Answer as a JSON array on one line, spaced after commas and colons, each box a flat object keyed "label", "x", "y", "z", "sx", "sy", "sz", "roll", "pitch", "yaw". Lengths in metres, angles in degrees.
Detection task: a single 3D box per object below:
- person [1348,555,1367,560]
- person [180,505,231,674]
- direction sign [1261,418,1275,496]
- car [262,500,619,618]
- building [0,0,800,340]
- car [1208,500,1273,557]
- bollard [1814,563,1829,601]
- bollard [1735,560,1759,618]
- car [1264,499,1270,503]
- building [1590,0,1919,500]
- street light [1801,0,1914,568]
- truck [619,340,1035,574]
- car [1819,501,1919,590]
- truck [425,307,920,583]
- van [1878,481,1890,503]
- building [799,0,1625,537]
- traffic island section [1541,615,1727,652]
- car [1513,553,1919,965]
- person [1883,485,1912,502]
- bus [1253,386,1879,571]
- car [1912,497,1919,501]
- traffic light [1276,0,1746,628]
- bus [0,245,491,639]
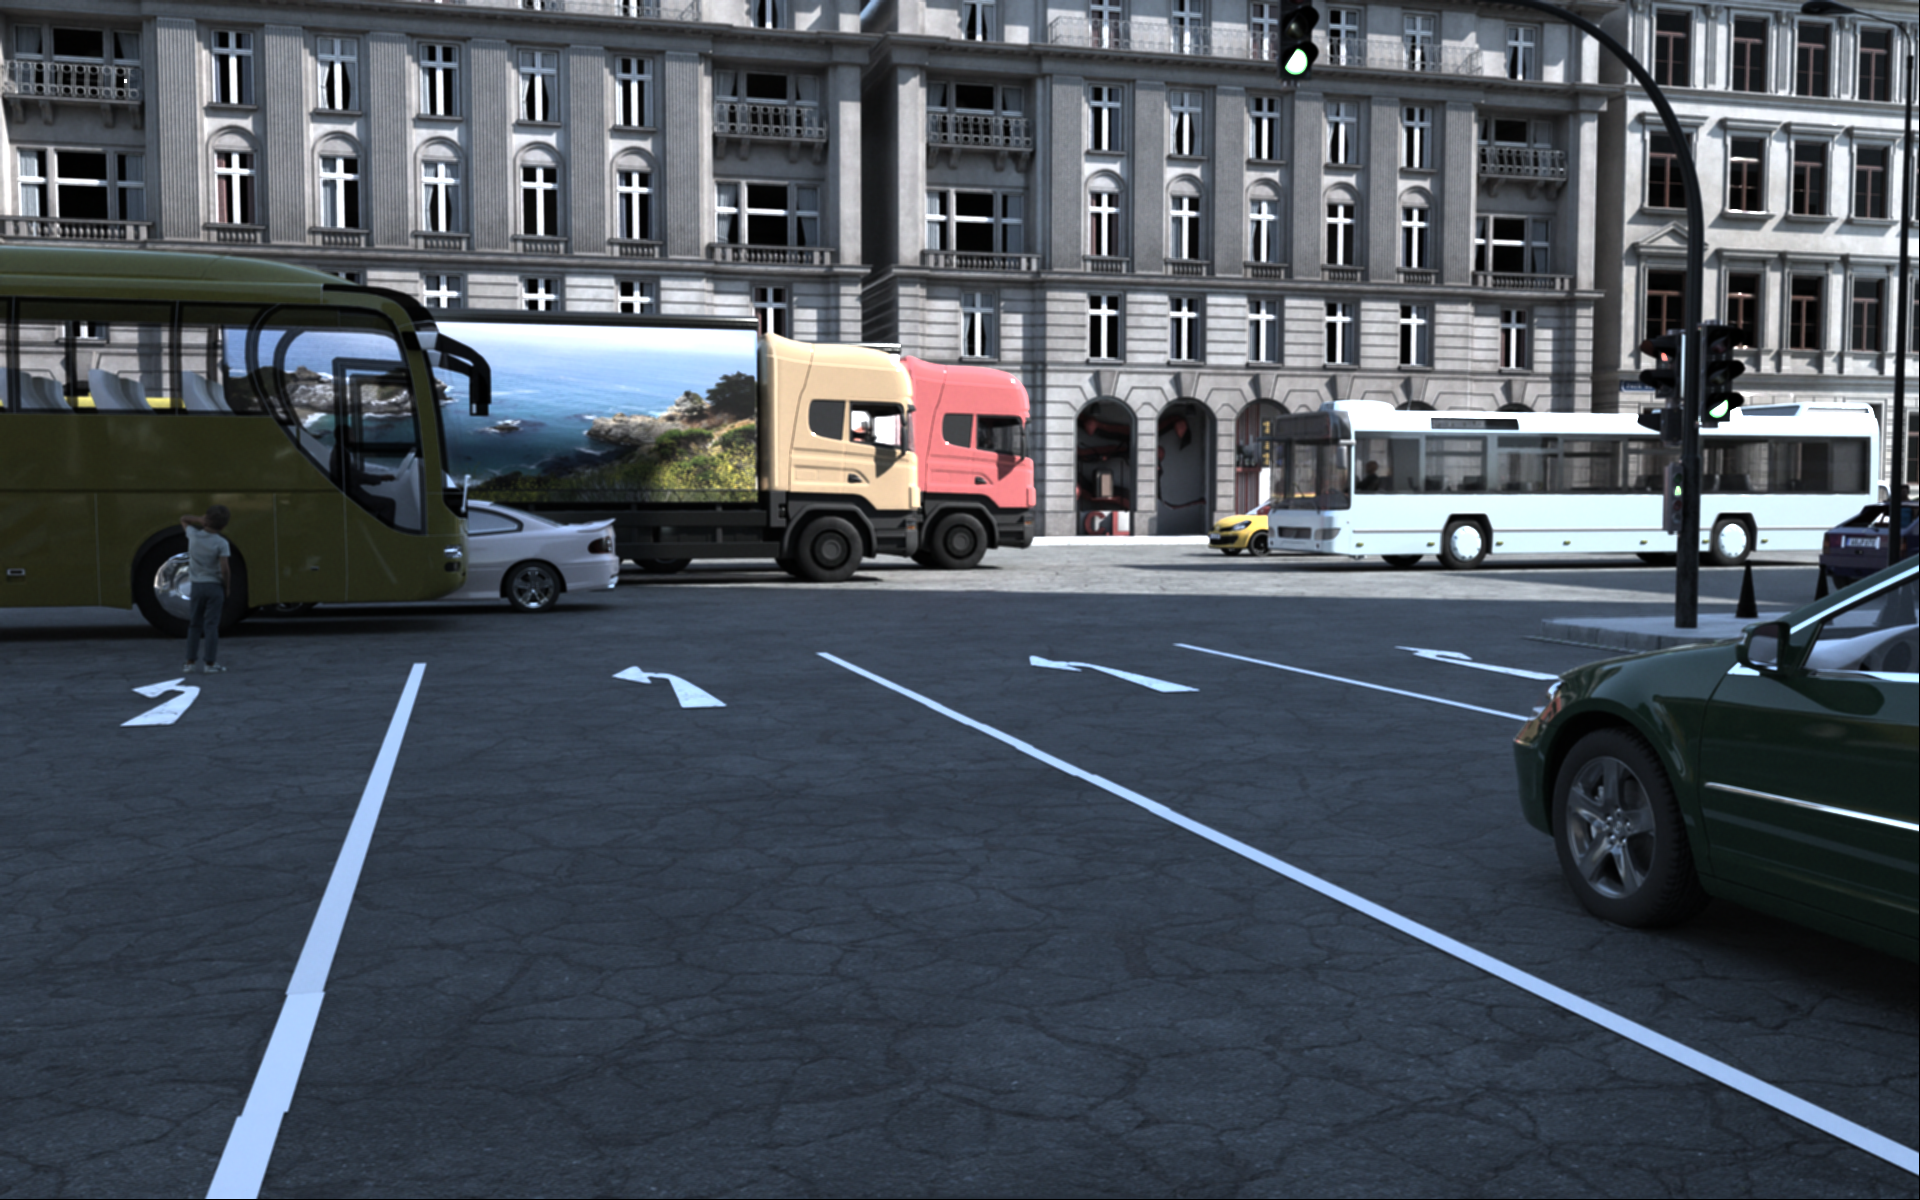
[{"label": "person", "x": 8.524, "y": -1.770, "z": 37.427, "sx": 0.794, "sy": 1.824, "sz": 0.713, "roll": -2, "pitch": 4, "yaw": -31}, {"label": "person", "x": -6.056, "y": -0.090, "z": 13.888, "sx": 0.435, "sy": 1.345, "sz": 0.340, "roll": -1, "pitch": 4, "yaw": -12}, {"label": "direction sign", "x": 9.271, "y": -3.642, "z": 51.536, "sx": 0.876, "sy": 3.537, "sz": 0.379, "roll": -3, "pitch": 4, "yaw": -37}, {"label": "car", "x": -6.647, "y": -0.546, "z": 21.296, "sx": 4.827, "sy": 1.381, "sz": 2.083, "roll": -1, "pitch": 4, "yaw": -15}, {"label": "building", "x": -15.530, "y": -12.869, "z": 52.201, "sx": 24.055, "sy": 21.916, "sz": 13.314, "roll": -1, "pitch": 4, "yaw": -15}, {"label": "car", "x": 7.771, "y": -1.855, "z": 40.560, "sx": 3.980, "sy": 1.641, "sz": 2.015, "roll": -1, "pitch": 4, "yaw": -17}, {"label": "bollard", "x": 8.461, "y": -0.058, "z": 16.996, "sx": 0.229, "sy": 0.601, "sz": 0.229, "roll": 0, "pitch": 3, "yaw": 0}, {"label": "bollard", "x": 8.183, "y": -0.119, "z": 17.994, "sx": 0.229, "sy": 0.601, "sz": 0.229, "roll": 0, "pitch": 3, "yaw": 0}, {"label": "car", "x": 10.117, "y": -2.308, "z": 46.783, "sx": 4.494, "sy": 1.783, "sz": 2.155, "roll": -1, "pitch": 4, "yaw": -14}, {"label": "building", "x": 29.710, "y": -13.923, "z": 63.799, "sx": 21.152, "sy": 22.565, "sz": 11.583, "roll": -1, "pitch": 4, "yaw": -15}, {"label": "street light", "x": 8.562, "y": -2.693, "z": 16.577, "sx": 1.470, "sy": 5.913, "sz": 1.316, "roll": -1, "pitch": 4, "yaw": -15}, {"label": "truck", "x": -3.590, "y": -2.675, "z": 32.650, "sx": 11.283, "sy": 4.237, "sz": 2.839, "roll": -1, "pitch": 4, "yaw": -16}, {"label": "car", "x": 14.148, "y": -0.709, "z": 24.179, "sx": 3.894, "sy": 1.354, "sz": 1.945, "roll": -1, "pitch": 4, "yaw": -14}, {"label": "truck", "x": -5.678, "y": -2.385, "z": 27.910, "sx": 11.283, "sy": 4.237, "sz": 2.839, "roll": -1, "pitch": 4, "yaw": -17}, {"label": "van", "x": 26.224, "y": -2.783, "z": 52.520, "sx": 2.013, "sy": 2.044, "sz": 4.112, "roll": -1, "pitch": 4, "yaw": -14}, {"label": "building", "x": 7.779, "y": -13.243, "z": 58.329, "sx": 24.055, "sy": 21.916, "sz": 13.314, "roll": -1, "pitch": 4, "yaw": -15}, {"label": "traffic island section", "x": 6.992, "y": 0.342, "z": 16.681, "sx": 2.009, "sy": 0.180, "sz": 2.903, "roll": -1, "pitch": 4, "yaw": -15}, {"label": "car", "x": 3.412, "y": 0.439, "z": 4.625, "sx": 2.131, "sy": 1.459, "sz": 4.920, "roll": -1, "pitch": 4, "yaw": -15}, {"label": "person", "x": 16.150, "y": -1.190, "z": 29.820, "sx": 0.647, "sy": 1.594, "sz": 0.662, "roll": 3, "pitch": 5, "yaw": 39}, {"label": "bus", "x": 11.818, "y": -2.410, "z": 34.266, "sx": 13.247, "sy": 3.499, "sz": 2.948, "roll": -1, "pitch": 4, "yaw": -16}, {"label": "car", "x": 30.306, "y": -2.659, "z": 52.271, "sx": 4.718, "sy": 1.807, "sz": 1.959, "roll": -1, "pitch": 4, "yaw": -15}, {"label": "traffic light", "x": 4.958, "y": -2.519, "z": 15.861, "sx": 4.771, "sy": 5.953, "sz": 1.251, "roll": -1, "pitch": 4, "yaw": -15}, {"label": "bus", "x": -11.030, "y": -1.574, "z": 17.274, "sx": 12.252, "sy": 3.916, "sz": 2.896, "roll": -1, "pitch": 4, "yaw": -16}]
